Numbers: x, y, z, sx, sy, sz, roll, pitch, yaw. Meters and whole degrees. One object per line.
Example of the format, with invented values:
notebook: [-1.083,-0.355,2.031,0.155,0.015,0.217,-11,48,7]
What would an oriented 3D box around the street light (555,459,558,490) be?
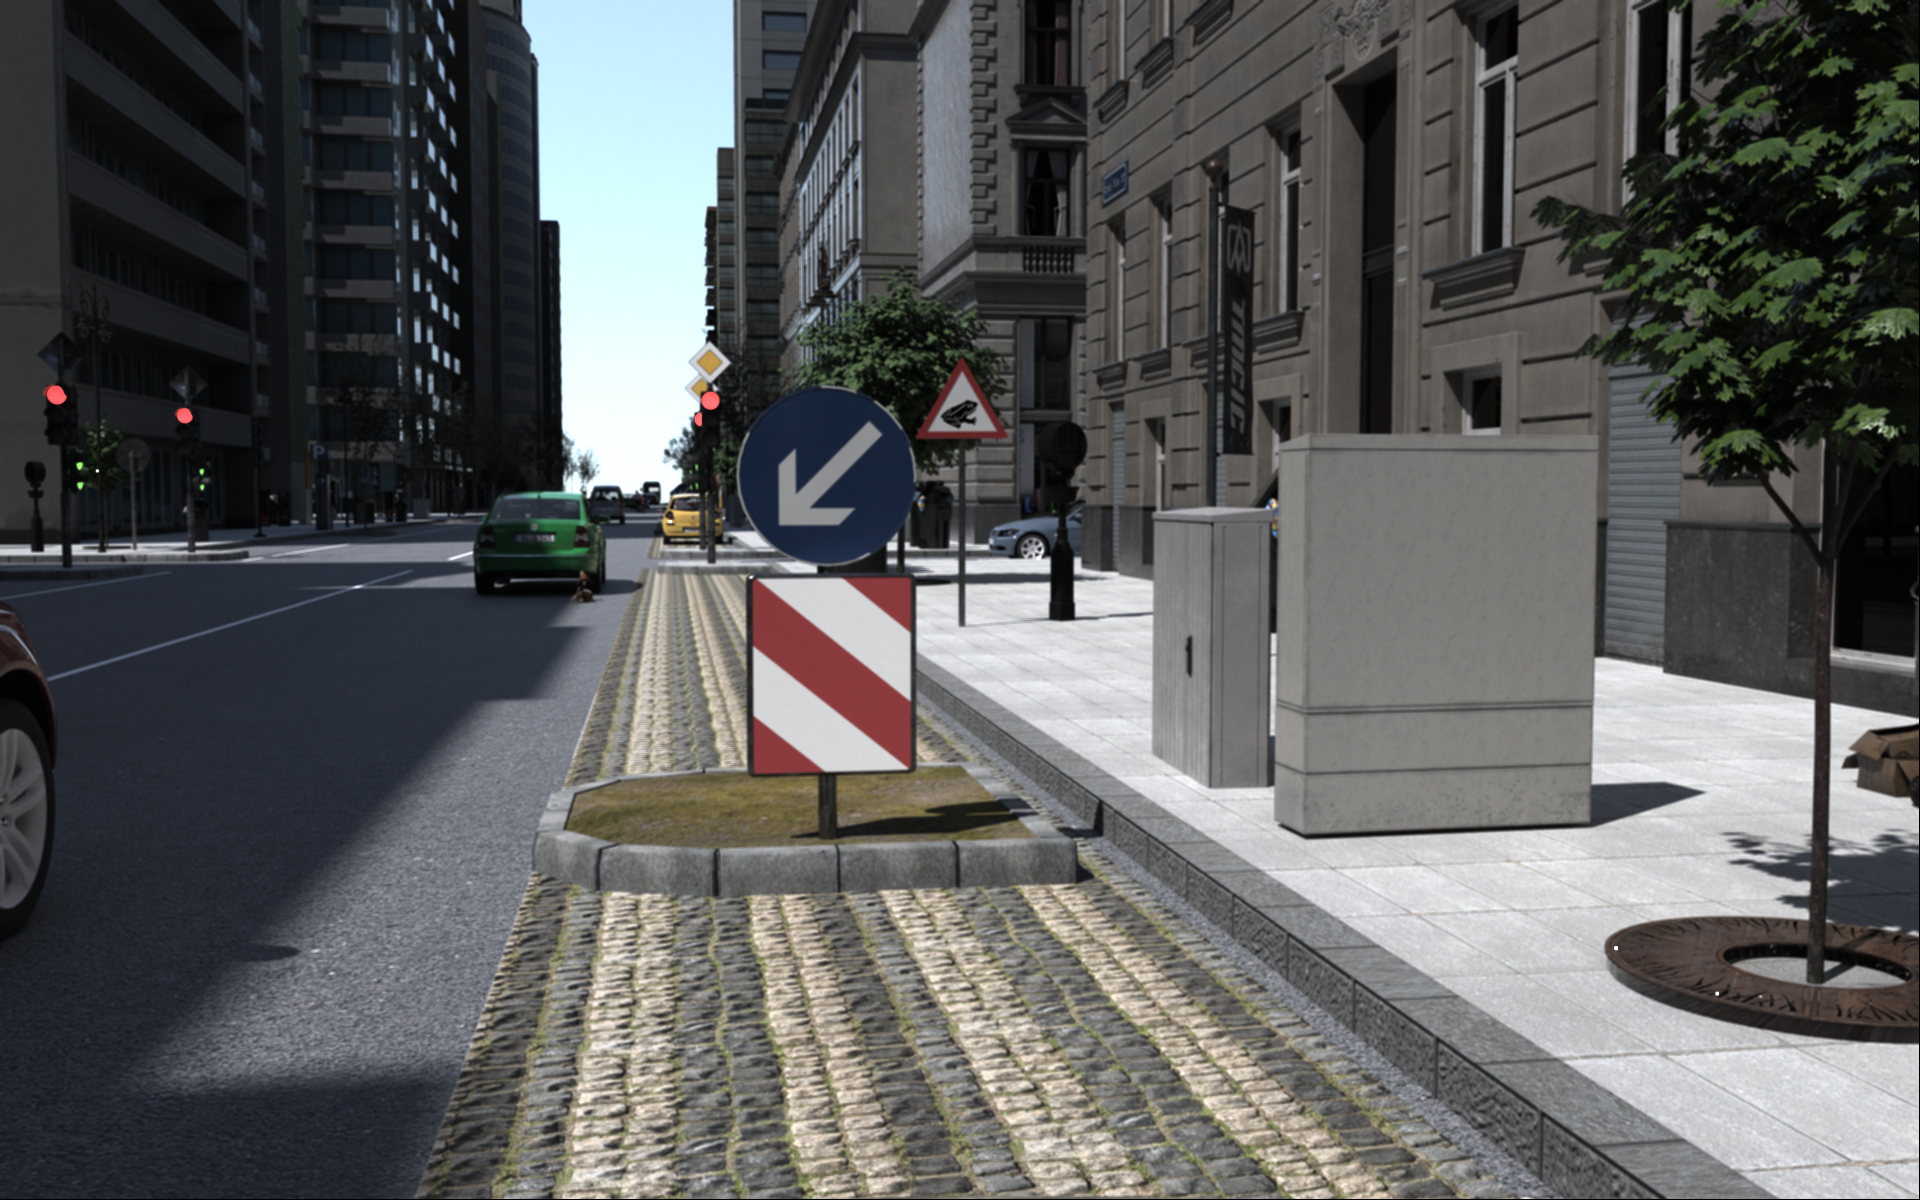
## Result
street light: [-45.497,-13.607,195.267,0.468,5.910,1.993,-1,4,-10]

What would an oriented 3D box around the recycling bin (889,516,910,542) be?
recycling bin: [-1.695,-2.077,46.517,0.722,1.027,0.722,2,4,23]

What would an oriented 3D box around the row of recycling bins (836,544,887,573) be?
row of recycling bins: [-1.795,-1.347,29.143,1.069,1.692,3.534,-1,4,-9]

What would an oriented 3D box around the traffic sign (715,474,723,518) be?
traffic sign: [-12.887,-5.739,93.931,0.768,2.556,0.104,0,4,-6]

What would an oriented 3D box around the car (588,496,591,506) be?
car: [-35.790,-9.831,170.954,2.015,1.641,3.980,-1,4,-9]

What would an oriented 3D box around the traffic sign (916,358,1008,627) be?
traffic sign: [0.018,-1.020,16.686,0.884,2.594,0.081,0,4,0]

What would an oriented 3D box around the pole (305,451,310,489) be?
pole: [-30.893,-5.397,82.082,0.158,3.312,0.155,0,3,0]

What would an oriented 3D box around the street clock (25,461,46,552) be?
street clock: [-20.456,-2.066,38.352,0.471,2.002,0.358,2,4,34]

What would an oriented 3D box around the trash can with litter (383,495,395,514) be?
trash can with litter: [-36.218,-6.041,109.829,2.233,1.210,1.678,-2,4,-24]

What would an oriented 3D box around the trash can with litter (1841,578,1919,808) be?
trash can with litter: [4.056,0.260,7.141,0.624,1.170,1.055,0,4,-7]

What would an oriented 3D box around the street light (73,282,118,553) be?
street light: [-18.845,-3.981,37.873,0.468,5.910,1.993,-1,4,-10]

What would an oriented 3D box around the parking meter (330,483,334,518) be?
parking meter: [-31.539,-4.946,86.576,0.255,1.863,0.399,1,4,22]

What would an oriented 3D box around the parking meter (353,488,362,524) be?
parking meter: [-25.631,-3.995,73.735,0.372,1.533,0.369,0,3,0]

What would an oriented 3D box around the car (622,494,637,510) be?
car: [-30.031,-9.042,156.638,1.959,1.807,4.718,-1,4,-10]

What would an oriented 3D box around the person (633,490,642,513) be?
person: [-24.566,-7.489,131.879,0.756,1.711,0.436,-1,4,-21]

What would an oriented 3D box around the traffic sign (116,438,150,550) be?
traffic sign: [-18.886,-2.413,39.564,0.768,2.556,0.104,0,4,-2]

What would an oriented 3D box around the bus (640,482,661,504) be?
bus: [-46.536,-16.255,260.630,2.948,3.499,13.247,-1,4,-12]

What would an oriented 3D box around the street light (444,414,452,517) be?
street light: [-28.970,-7.658,97.998,0.468,5.910,1.993,-1,4,-10]

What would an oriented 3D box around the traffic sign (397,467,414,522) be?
traffic sign: [-25.719,-4.908,80.348,0.768,2.556,0.104,0,4,-5]

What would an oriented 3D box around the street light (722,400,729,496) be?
street light: [-11.316,-6.813,84.180,0.468,5.910,1.993,-1,4,-10]

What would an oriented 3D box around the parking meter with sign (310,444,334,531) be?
parking meter with sign: [-22.670,-4.000,61.666,0.543,3.016,1.738,-1,4,-12]

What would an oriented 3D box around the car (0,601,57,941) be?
car: [-3.820,0.298,3.808,2.281,1.827,5.304,0,4,-8]

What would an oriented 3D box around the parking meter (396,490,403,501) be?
parking meter: [-34.644,-6.034,107.064,0.372,1.533,0.369,0,3,0]

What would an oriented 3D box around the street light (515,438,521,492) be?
street light: [-36.782,-10.478,144.110,0.468,5.910,1.993,-1,4,-10]

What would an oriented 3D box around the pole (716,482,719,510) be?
pole: [-14.140,-6.544,100.845,0.158,3.312,0.155,0,3,0]

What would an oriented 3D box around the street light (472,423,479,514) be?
street light: [-31.629,-8.593,113.283,0.468,5.910,1.993,-1,4,-10]

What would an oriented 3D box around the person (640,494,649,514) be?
person: [-23.250,-7.066,127.291,0.557,1.426,1.065,-3,5,-44]

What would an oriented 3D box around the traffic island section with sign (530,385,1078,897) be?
traffic island section with sign: [-0.712,0.094,7.096,1.989,1.847,2.006,-1,4,-10]

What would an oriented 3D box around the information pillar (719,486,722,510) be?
information pillar: [-15.834,-7.542,114.670,0.183,3.616,0.504,-2,4,-25]

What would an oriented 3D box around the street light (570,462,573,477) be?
street light: [-50.392,-15.416,224.841,0.468,5.910,1.993,-1,4,-10]

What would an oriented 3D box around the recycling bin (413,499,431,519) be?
recycling bin: [-27.524,-4.649,88.562,0.722,1.027,0.722,0,4,-3]

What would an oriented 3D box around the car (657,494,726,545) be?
car: [-7.769,-2.446,50.222,2.015,1.641,3.980,-1,4,-10]

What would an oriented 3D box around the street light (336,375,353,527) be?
street light: [-23.912,-5.788,67.418,0.468,5.910,1.993,-1,4,-10]

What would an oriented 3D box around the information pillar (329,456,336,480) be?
information pillar: [-38.813,-7.085,107.192,0.183,3.616,0.504,1,4,22]

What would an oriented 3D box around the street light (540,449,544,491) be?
street light: [-41.916,-12.303,173.948,0.468,5.910,1.993,-1,4,-10]

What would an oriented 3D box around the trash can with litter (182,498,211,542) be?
trash can with litter: [-20.463,-2.146,46.479,0.624,1.170,1.055,-1,4,-17]

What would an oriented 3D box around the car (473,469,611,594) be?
car: [-6.336,-1.076,26.394,1.959,1.807,4.718,-1,4,-10]

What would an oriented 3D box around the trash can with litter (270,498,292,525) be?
trash can with litter: [-28.477,-3.724,72.279,1.055,1.170,0.624,-2,4,-31]

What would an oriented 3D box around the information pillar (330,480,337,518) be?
information pillar: [-33.935,-5.457,93.710,0.304,2.012,0.304,-2,4,-33]

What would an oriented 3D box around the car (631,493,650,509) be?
car: [-31.141,-9.729,168.656,1.945,1.707,3.694,0,4,-8]

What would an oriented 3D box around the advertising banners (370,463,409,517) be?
advertising banners: [-31.704,-6.117,96.204,2.074,3.025,0.090,0,4,-5]

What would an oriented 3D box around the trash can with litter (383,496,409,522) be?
trash can with litter: [-25.847,-4.156,79.331,1.055,1.170,0.624,-3,4,-36]

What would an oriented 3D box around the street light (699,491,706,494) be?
street light: [-19.058,-9.579,129.403,0.468,5.910,1.993,-1,4,-10]

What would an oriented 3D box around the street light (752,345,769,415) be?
street light: [-6.212,-4.964,53.949,0.468,5.910,1.993,-1,4,-10]

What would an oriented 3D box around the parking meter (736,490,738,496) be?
parking meter: [-14.604,-6.537,112.586,0.399,1.863,0.255,-3,4,-37]

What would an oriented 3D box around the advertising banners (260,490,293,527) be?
advertising banners: [-27.399,-4.403,68.172,2.074,3.025,0.090,-2,4,-29]

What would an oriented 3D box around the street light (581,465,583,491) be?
street light: [-55.535,-17.243,254.701,0.468,5.910,1.993,-1,4,-10]

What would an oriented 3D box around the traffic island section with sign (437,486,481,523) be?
traffic island section with sign: [-25.186,-4.804,87.181,1.989,1.847,2.006,-1,4,-10]

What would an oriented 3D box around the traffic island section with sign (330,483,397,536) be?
traffic island section with sign: [-20.571,-3.133,59.857,1.989,1.847,2.006,-1,4,-10]

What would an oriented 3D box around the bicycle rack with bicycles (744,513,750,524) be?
bicycle rack with bicycles: [-8.183,-3.786,75.276,2.852,0.926,2.925,-1,4,-17]

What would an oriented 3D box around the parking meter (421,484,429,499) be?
parking meter: [-31.425,-5.873,101.731,0.399,1.863,0.255,0,4,1]

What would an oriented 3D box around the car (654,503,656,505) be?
car: [-41.941,-13.578,234.006,2.014,1.417,4.499,-1,4,-9]

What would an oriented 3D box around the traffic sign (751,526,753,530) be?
traffic sign: [-7.484,-3.806,62.334,0.768,2.556,0.104,0,4,-2]

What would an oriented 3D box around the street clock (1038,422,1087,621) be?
street clock: [1.036,-0.793,17.531,0.471,2.002,0.358,-3,4,-38]

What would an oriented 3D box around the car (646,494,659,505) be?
car: [-40.718,-13.397,228.082,2.155,1.783,4.494,0,4,-8]

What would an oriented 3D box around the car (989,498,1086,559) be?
car: [2.842,-1.488,36.336,4.499,1.417,2.014,0,4,-8]

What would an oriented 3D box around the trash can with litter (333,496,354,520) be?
trash can with litter: [-30.410,-4.520,84.954,2.233,1.210,1.678,-2,4,-27]

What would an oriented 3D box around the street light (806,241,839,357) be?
street light: [-2.525,-3.612,31.840,0.468,5.910,1.993,-1,4,-10]

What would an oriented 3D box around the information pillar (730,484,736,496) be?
information pillar: [-13.922,-6.220,106.196,0.304,2.012,0.304,0,4,1]
